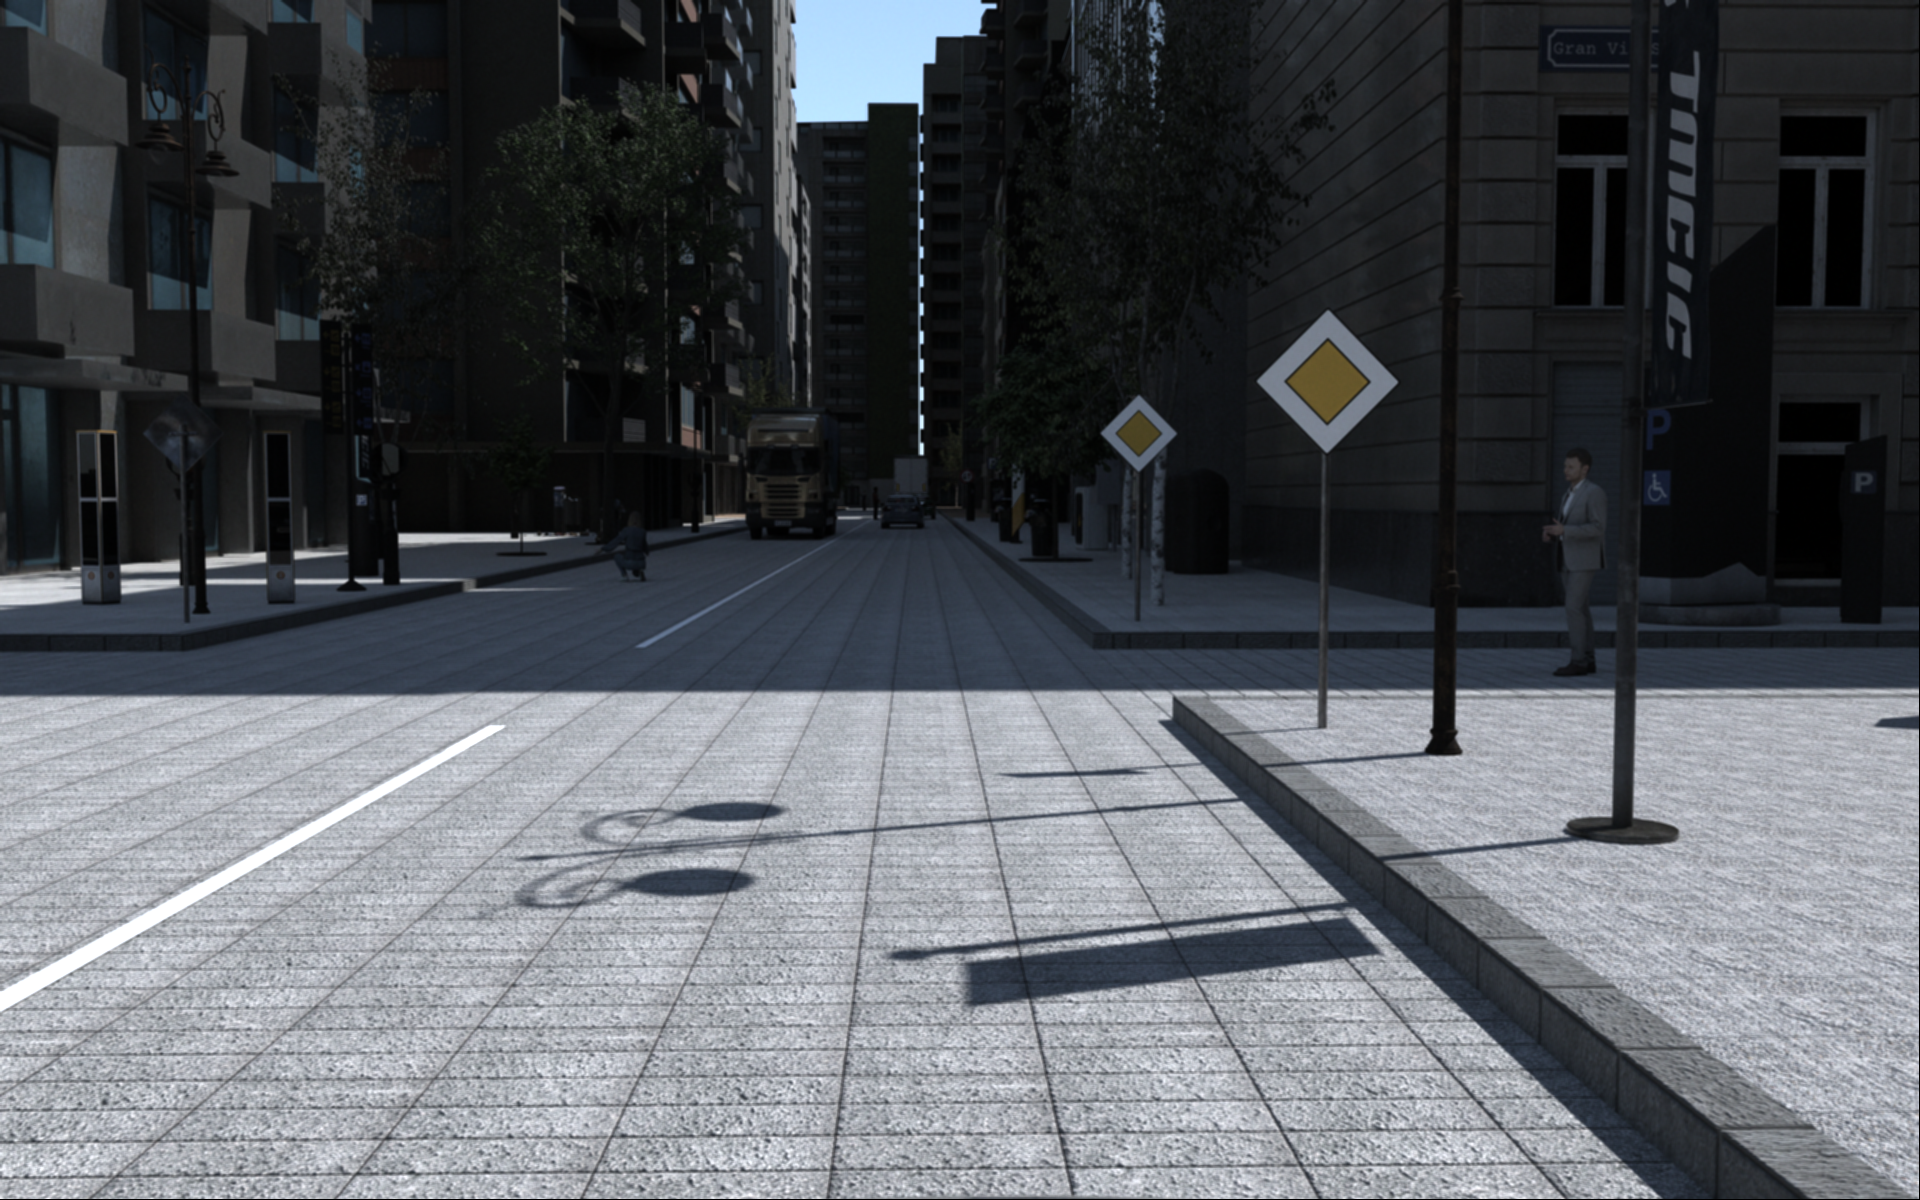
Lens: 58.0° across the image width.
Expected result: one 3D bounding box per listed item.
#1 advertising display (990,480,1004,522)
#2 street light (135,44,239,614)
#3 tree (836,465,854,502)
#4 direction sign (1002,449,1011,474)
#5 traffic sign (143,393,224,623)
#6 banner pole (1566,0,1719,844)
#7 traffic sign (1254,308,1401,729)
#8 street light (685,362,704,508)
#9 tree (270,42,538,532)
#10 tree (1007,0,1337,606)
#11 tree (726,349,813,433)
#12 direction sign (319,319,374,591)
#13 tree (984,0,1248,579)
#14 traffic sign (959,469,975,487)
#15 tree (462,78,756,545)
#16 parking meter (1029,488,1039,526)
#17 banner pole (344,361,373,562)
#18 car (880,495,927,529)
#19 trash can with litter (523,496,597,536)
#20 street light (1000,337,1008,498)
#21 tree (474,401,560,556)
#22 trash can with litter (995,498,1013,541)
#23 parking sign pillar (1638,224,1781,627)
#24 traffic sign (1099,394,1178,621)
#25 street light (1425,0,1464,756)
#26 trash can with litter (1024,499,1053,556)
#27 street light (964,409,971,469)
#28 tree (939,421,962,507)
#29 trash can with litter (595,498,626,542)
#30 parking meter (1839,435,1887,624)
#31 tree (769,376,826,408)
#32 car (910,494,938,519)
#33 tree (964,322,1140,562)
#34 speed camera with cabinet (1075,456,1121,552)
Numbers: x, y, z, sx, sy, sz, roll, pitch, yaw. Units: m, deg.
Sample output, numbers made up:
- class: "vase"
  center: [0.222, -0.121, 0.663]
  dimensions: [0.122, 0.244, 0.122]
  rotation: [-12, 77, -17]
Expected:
- class: "advertising display"
  center: [1.718, -4.495, 78.701]
  dimensions: [0.123, 1.923, 0.974]
  rotation: [3, 5, 40]
- class: "street light"
  center: [-8.150, -2.791, 18.427]
  dimensions: [0.468, 5.910, 1.993]
  rotation: [0, 4, -1]
- class: "tree"
  center: [-12.064, -11.363, 169.502]
  dimensions: [4.285, 4.588, 4.351]
  rotation: [0, 3, 0]
- class: "direction sign"
  center: [2.085, -4.690, 68.683]
  dimensions: [0.876, 3.537, 0.379]
  rotation: [2, 4, 25]
- class: "traffic sign"
  center: [-7.703, -0.829, 17.204]
  dimensions: [0.795, 2.450, 0.064]
  rotation: [0, 4, -1]
- class: "banner pole"
  center: [2.502, -0.989, 6.189]
  dimensions: [0.401, 3.779, 0.863]
  rotation: [0, 4, -1]
- class: "traffic sign"
  center: [1.983, -0.354, 9.431]
  dimensions: [0.795, 2.450, 0.064]
  rotation: [0, 4, -1]
- class: "street light"
  center: [-9.059, -5.288, 59.254]
  dimensions: [0.468, 5.910, 1.993]
  rotation: [0, 4, -1]
- class: "tree"
  center: [-9.393, -4.791, 28.697]
  dimensions: [4.360, 8.622, 3.978]
  rotation: [0, 3, 0]
- class: "tree"
  center: [2.307, -4.257, 19.967]
  dimensions: [4.360, 8.622, 3.978]
  rotation: [0, 3, 0]
- class: "tree"
  center: [-9.987, -8.465, 88.759]
  dimensions: [4.737, 8.622, 4.395]
  rotation: [0, 3, 0]
- class: "direction sign"
  center: [-8.084, -1.891, 22.907]
  dimensions: [0.379, 3.537, 0.876]
  rotation: [2, 4, 27]
- class: "tree"
  center: [2.490, -4.641, 26.245]
  dimensions: [4.737, 8.622, 4.395]
  rotation: [0, 3, 0]
- class: "traffic sign"
  center: [0.349, -5.287, 86.548]
  dimensions: [0.768, 2.556, 0.104]
  rotation: [0, 4, 5]
- class: "tree"
  center: [-8.752, -7.204, 43.540]
  dimensions: [9.928, 11.665, 9.643]
  rotation: [0, 3, 0]
- class: "parking meter"
  center: [2.987, -3.766, 69.981]
  dimensions: [0.372, 1.533, 0.369]
  rotation: [0, 3, 0]
- class: "banner pole"
  center: [-11.359, -2.619, 32.830]
  dimensions: [0.401, 3.779, 0.863]
  rotation: [1, 4, 15]
- class: "car"
  center: [-2.410, -3.744, 73.221]
  dimensions: [2.014, 1.417, 4.499]
  rotation: [0, 4, 0]
- class: "trash can with litter"
  center: [-12.264, -2.578, 53.202]
  dimensions: [2.233, 1.210, 1.678]
  rotation: [0, 4, 1]
- class: "street light"
  center: [1.345, -4.795, 51.183]
  dimensions: [0.468, 5.910, 1.993]
  rotation: [0, 4, -1]
- class: "tree"
  center: [-9.074, -2.539, 36.108]
  dimensions: [1.663, 3.219, 1.824]
  rotation: [0, 3, 0]
- class: "trash can with litter"
  center: [1.245, -2.175, 46.953]
  dimensions: [0.624, 1.170, 1.055]
  rotation: [0, 4, 1]
- class: "parking sign pillar"
  center: [7.472, -1.765, 17.327]
  dimensions: [1.447, 3.967, 1.447]
  rotation: [-2, 4, -24]
- class: "traffic sign"
  center: [1.789, -0.842, 17.414]
  dimensions: [0.795, 2.450, 0.064]
  rotation: [0, 4, -1]
- class: "street light"
  center: [2.396, -2.178, 8.405]
  dimensions: [0.468, 5.910, 1.993]
  rotation: [0, 4, -1]
- class: "trash can with litter"
  center: [1.702, -1.506, 36.010]
  dimensions: [0.624, 1.170, 1.055]
  rotation: [1, 4, 10]
- class: "street light"
  center: [0.427, -7.293, 92.022]
  dimensions: [0.468, 5.910, 1.993]
  rotation: [0, 4, -1]
- class: "tree"
  center: [-0.322, -13.390, 169.292]
  dimensions: [4.737, 8.622, 4.395]
  rotation: [0, 3, 0]
- class: "trash can with litter"
  center: [-9.235, -2.094, 45.626]
  dimensions: [0.624, 1.170, 1.055]
  rotation: [0, 4, 5]
- class: "parking meter"
  center: [8.956, -0.703, 17.210]
  dimensions: [0.399, 1.863, 0.255]
  rotation: [2, 4, 31]
- class: "tree"
  center: [-10.332, -9.705, 109.033]
  dimensions: [4.360, 8.622, 3.978]
  rotation: [0, 3, 0]
- class: "car"
  center: [-2.306, -5.364, 99.503]
  dimensions: [2.131, 1.459, 4.920]
  rotation: [0, 4, -1]
- class: "tree"
  center: [1.803, -3.032, 33.294]
  dimensions: [4.285, 4.588, 4.351]
  rotation: [0, 3, 0]
- class: "speed camera with cabinet"
  center: [3.110, -2.748, 39.261]
  dimensions: [0.660, 3.252, 2.038]
  rotation: [-1, 4, -10]
